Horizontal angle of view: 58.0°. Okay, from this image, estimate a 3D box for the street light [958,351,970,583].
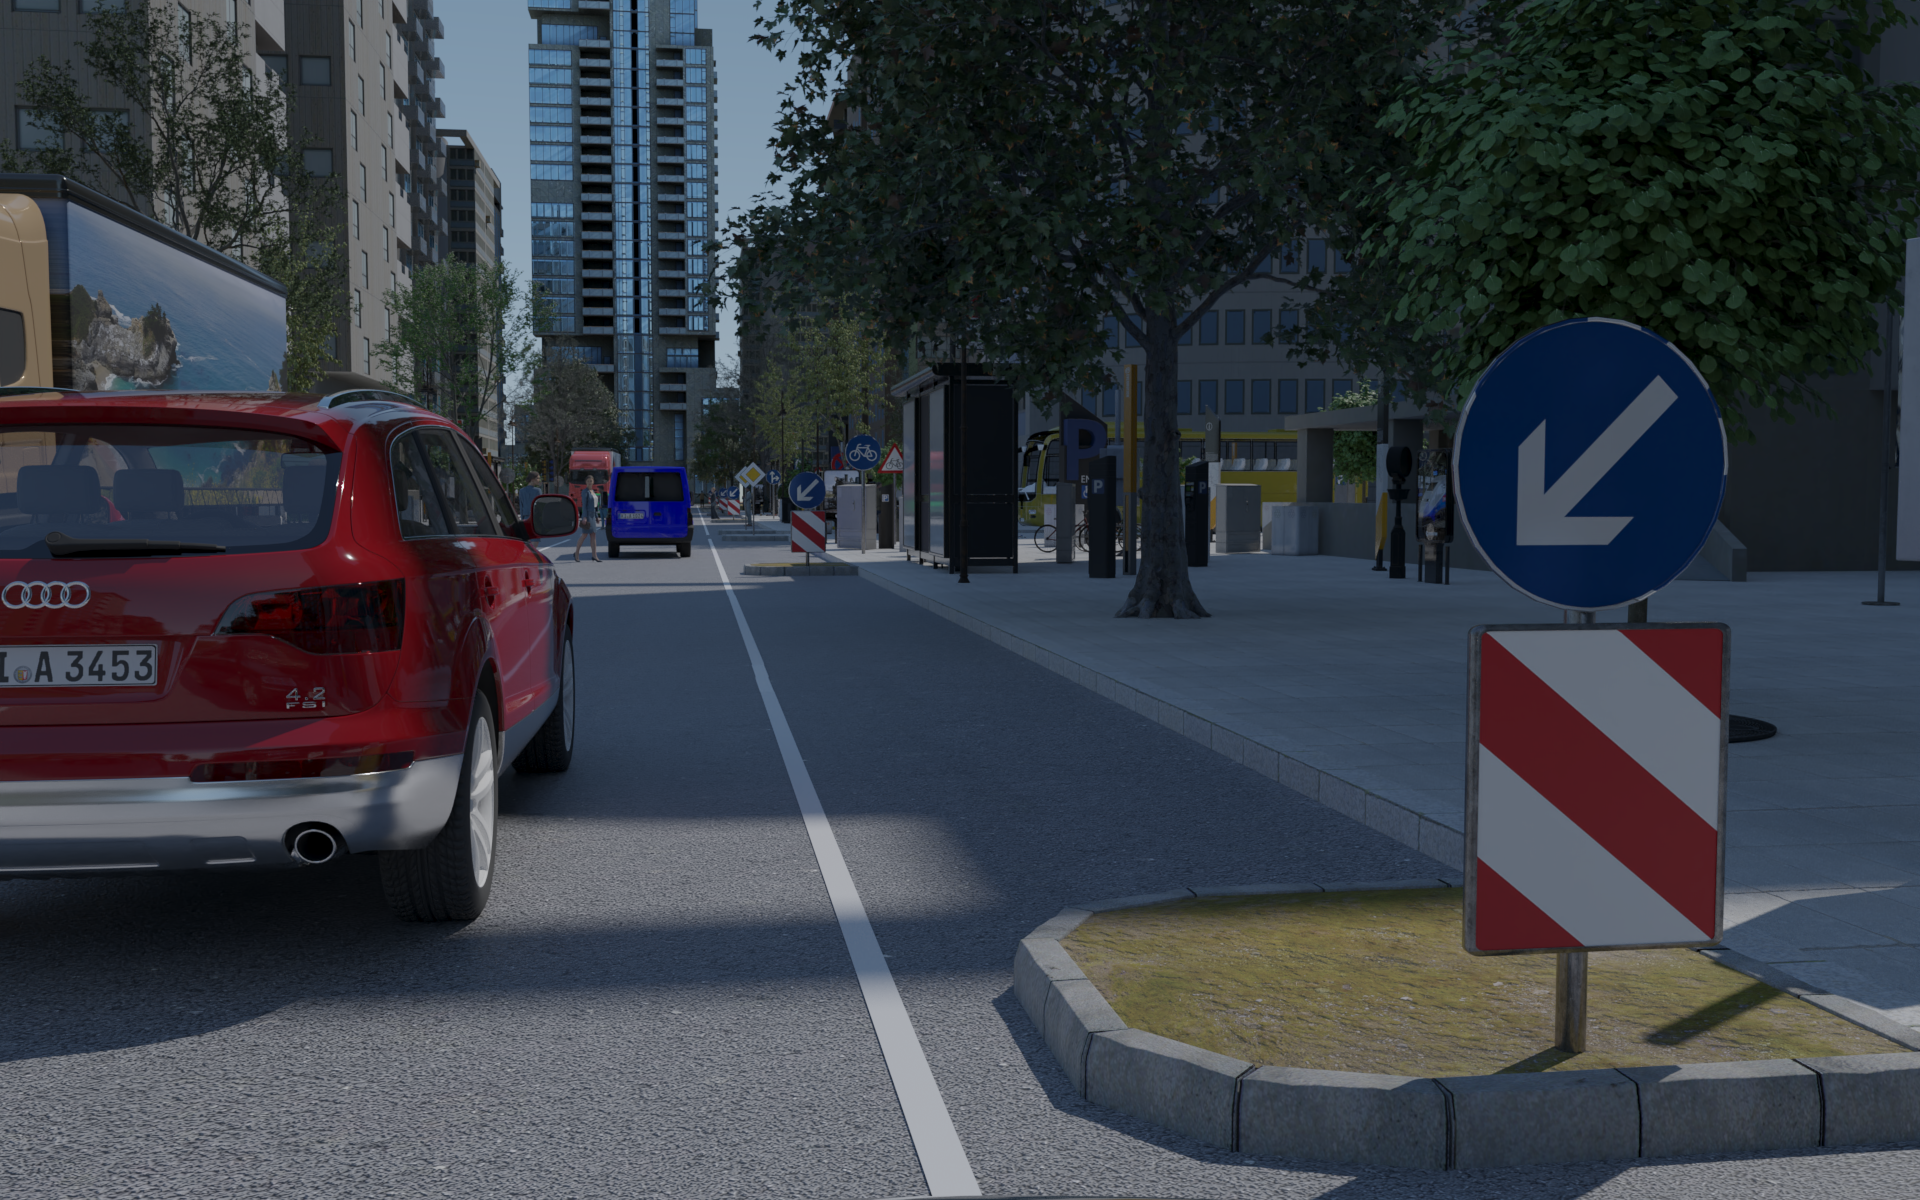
[{"bbox_3d":[0.056,-3.184,24.841,0.468,5.910,1.993,-1,4,-9],"label":"street light"}]

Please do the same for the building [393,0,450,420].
[{"bbox_3d":[-55.795,-32.197,146.026,23.786,49.044,30.456,-1,4,-9],"label":"building"}]

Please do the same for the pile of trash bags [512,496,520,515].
[{"bbox_3d":[-27.754,-5.918,106.519,1.912,1.369,3.447,3,4,38],"label":"pile of trash bags"}]

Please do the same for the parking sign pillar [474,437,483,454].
[{"bbox_3d":[-23.029,-5.671,81.185,1.447,3.967,1.447,-1,4,-13],"label":"parking sign pillar"}]

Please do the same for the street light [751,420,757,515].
[{"bbox_3d":[-12.637,-8.176,106.463,0.468,5.910,1.993,-1,4,-9],"label":"street light"}]

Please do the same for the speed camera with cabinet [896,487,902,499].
[{"bbox_3d":[-3.258,-7.353,114.558,2.038,3.252,0.660,1,4,18],"label":"speed camera with cabinet"}]

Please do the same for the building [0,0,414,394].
[{"bbox_3d":[-51.879,-32.098,114.044,28.713,52.752,27.495,-1,4,-9],"label":"building"}]

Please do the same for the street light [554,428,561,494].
[{"bbox_3d":[-27.494,-8.902,118.340,0.468,5.910,1.993,-1,4,-9],"label":"street light"}]

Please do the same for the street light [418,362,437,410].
[{"bbox_3d":[-18.610,-5.375,60.669,0.468,5.910,1.993,-1,4,-9],"label":"street light"}]

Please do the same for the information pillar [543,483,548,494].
[{"bbox_3d":[-27.118,-6.666,113.474,0.304,2.012,0.304,-2,4,-34],"label":"information pillar"}]

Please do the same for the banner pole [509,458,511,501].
[{"bbox_3d":[-30.721,-7.876,118.782,0.401,3.779,0.863,1,4,11],"label":"banner pole"}]

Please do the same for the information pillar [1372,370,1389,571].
[{"bbox_3d":[7.018,-2.290,28.797,0.183,3.616,0.504,0,4,1],"label":"information pillar"}]

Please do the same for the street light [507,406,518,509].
[{"bbox_3d":[-23.067,-7.130,89.368,0.468,5.910,1.993,-1,4,-9],"label":"street light"}]

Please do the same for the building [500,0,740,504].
[{"bbox_3d":[-46.316,-56.537,237.043,31.000,86.520,22.319,-1,4,-9],"label":"building"}]

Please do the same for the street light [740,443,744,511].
[{"bbox_3d":[-16.919,-9.927,135.091,0.468,5.910,1.993,-1,4,-9],"label":"street light"}]

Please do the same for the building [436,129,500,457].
[{"bbox_3d":[-60.405,-29.752,178.330,23.993,40.220,32.217,-1,4,-9],"label":"building"}]

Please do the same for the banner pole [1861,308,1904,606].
[{"bbox_3d":[10.873,-1.837,20.045,0.863,3.779,0.401,-2,4,-26],"label":"banner pole"}]

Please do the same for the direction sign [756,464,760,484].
[{"bbox_3d":[-15.241,-8.387,129.119,0.876,3.537,0.379,3,4,38],"label":"direction sign"}]

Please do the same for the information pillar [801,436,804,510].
[{"bbox_3d":[-6.135,-4.664,67.608,0.183,3.616,0.504,0,4,-4],"label":"information pillar"}]

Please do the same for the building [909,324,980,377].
[{"bbox_3d":[2.861,-27.361,130.947,14.154,41.232,14.086,-1,4,-9],"label":"building"}]

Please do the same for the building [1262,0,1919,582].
[{"bbox_3d":[23.990,-20.959,34.554,32.217,40.220,23.993,-1,4,-9],"label":"building"}]

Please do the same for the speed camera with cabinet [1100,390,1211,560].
[{"bbox_3d":[3.707,-2.358,32.889,2.038,3.252,0.660,1,4,18],"label":"speed camera with cabinet"}]

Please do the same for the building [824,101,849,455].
[{"bbox_3d":[-3.345,-32.687,189.058,22.147,44.769,28.867,-1,4,-9],"label":"building"}]

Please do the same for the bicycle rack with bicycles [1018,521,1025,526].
[{"bbox_3d":[3.134,-3.454,69.861,2.925,0.926,2.852,1,4,15],"label":"bicycle rack with bicycles"}]

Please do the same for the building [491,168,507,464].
[{"bbox_3d":[-68.517,-35.506,230.641,14.200,45.320,14.600,-1,4,-9],"label":"building"}]

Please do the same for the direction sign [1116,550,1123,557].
[{"bbox_3d":[3.394,-2.663,35.532,0.379,3.537,0.876,0,4,4],"label":"direction sign"}]

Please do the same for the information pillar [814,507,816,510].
[{"bbox_3d":[-5.332,-3.716,65.246,0.304,2.012,0.304,-1,4,-11],"label":"information pillar"}]

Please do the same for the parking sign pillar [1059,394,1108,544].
[{"bbox_3d":[3.256,-3.463,45.092,1.447,3.967,1.447,-1,4,-16],"label":"parking sign pillar"}]

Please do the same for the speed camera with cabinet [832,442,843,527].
[{"bbox_3d":[-4.885,-4.428,66.741,0.660,3.252,2.038,-1,4,-17],"label":"speed camera with cabinet"}]

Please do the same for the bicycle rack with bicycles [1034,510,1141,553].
[{"bbox_3d":[3.376,-1.531,38.410,2.925,0.926,2.852,1,4,21],"label":"bicycle rack with bicycles"}]

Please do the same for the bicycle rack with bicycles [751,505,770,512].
[{"bbox_3d":[-14.303,-6.936,126.787,2.852,0.926,2.925,2,4,27],"label":"bicycle rack with bicycles"}]

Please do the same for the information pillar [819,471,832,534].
[{"bbox_3d":[-4.288,-3.099,55.154,0.304,2.012,0.304,3,5,44],"label":"information pillar"}]

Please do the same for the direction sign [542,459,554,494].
[{"bbox_3d":[-26.497,-7.302,111.390,0.876,3.537,0.379,1,4,19],"label":"direction sign"}]

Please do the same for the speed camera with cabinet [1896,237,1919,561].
[{"bbox_3d":[3.839,-0.656,5.067,0.660,3.252,2.038,-1,4,-22],"label":"speed camera with cabinet"}]

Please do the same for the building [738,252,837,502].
[{"bbox_3d":[-19.555,-33.979,247.438,23.993,40.220,32.217,-1,4,-9],"label":"building"}]

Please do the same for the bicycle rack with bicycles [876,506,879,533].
[{"bbox_3d":[-1.726,-2.493,54.136,2.852,0.926,2.925,-1,4,-18],"label":"bicycle rack with bicycles"}]

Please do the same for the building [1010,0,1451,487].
[{"bbox_3d":[16.319,-33.139,83.825,28.212,58.520,21.231,-1,4,-9],"label":"building"}]

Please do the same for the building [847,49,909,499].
[{"bbox_3d":[-3.273,-31.601,166.783,14.600,45.320,14.200,-1,4,-9],"label":"building"}]

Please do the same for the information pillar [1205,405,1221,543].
[{"bbox_3d":[6.644,-3.319,45.617,0.183,3.616,0.504,-3,5,-40],"label":"information pillar"}]

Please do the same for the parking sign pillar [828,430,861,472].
[{"bbox_3d":[-4.711,-5.041,70.888,1.447,3.967,1.447,-1,4,-14],"label":"parking sign pillar"}]

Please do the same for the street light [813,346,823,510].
[{"bbox_3d":[-4.405,-4.942,53.591,0.468,5.910,1.993,-1,4,-9],"label":"street light"}]
